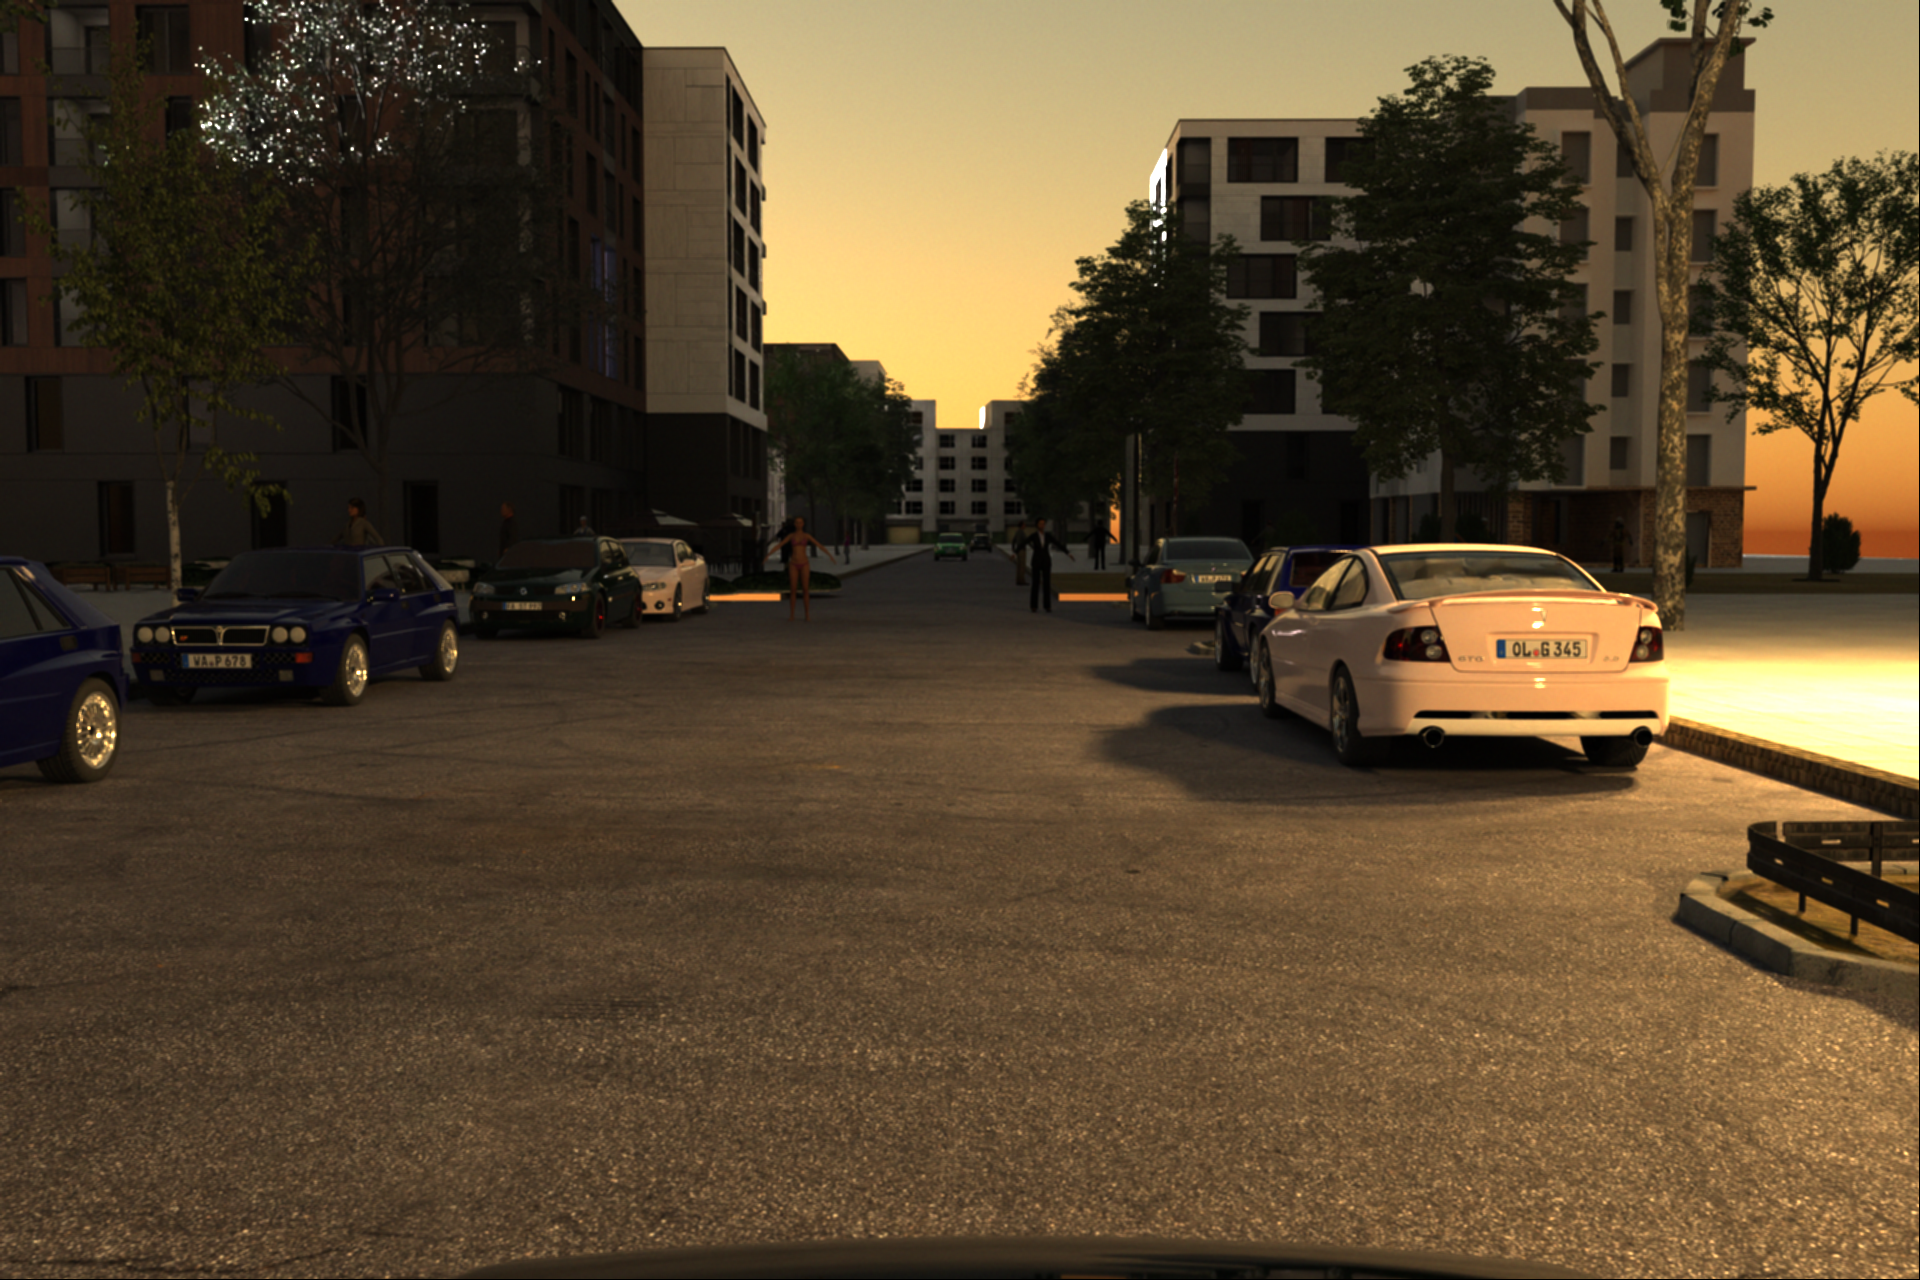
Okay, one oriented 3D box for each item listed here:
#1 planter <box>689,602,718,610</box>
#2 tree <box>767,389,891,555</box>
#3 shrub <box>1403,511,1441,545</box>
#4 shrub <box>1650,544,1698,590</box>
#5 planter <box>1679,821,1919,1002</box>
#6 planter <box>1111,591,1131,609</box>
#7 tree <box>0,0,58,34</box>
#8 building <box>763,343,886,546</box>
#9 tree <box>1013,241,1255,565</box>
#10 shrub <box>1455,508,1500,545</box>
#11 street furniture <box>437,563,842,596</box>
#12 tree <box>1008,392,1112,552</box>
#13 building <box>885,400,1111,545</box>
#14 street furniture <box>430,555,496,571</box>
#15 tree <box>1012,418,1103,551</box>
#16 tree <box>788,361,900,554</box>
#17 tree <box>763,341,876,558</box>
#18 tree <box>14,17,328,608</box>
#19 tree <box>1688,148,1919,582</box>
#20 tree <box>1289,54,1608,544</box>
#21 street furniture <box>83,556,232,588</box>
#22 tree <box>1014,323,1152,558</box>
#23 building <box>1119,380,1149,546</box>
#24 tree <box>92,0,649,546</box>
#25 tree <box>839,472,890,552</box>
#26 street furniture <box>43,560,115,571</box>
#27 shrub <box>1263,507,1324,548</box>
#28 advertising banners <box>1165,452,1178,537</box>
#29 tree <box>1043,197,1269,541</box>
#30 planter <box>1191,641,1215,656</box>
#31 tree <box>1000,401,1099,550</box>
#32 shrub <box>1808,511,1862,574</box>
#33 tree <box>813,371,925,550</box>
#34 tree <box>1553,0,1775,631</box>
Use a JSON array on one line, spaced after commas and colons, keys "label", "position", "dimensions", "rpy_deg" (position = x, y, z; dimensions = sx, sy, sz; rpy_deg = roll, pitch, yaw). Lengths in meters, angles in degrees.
[{"label": "planter", "position": [-5.768, -0.767, 33.679], "dimensions": [1.991, 0.319, 1.994], "rpy_deg": [0, 4, 1]}, {"label": "tree", "position": [-7.614, -10.377, 104.069], "dimensions": [7.601, 10.594, 8.767], "rpy_deg": [3, 5, 42]}, {"label": "shrub", "position": [14.558, -2.999, 53.449], "dimensions": [1.690, 2.028, 1.600], "rpy_deg": [0, 3, 0]}, {"label": "shrub", "position": [16.171, -1.720, 39.247], "dimensions": [1.383, 1.207, 1.383], "rpy_deg": [0, 3, 0]}, {"label": "planter", "position": [3.678, 0.922, 6.073], "dimensions": [1.991, 0.319, 1.994], "rpy_deg": [0, 4, 0]}, {"label": "planter", "position": [3.975, -0.782, 33.932], "dimensions": [1.991, 0.319, 1.994], "rpy_deg": [0, 4, 0]}, {"label": "tree", "position": [-11.755, -6.476, 12.540], "dimensions": [9.857, 13.997, 8.962], "rpy_deg": [0, 3, 0]}, {"label": "building", "position": [-23.552, -21.899, 202.017], "dimensions": [27.936, 21.610, 32.646], "rpy_deg": [0, 4, 1]}, {"label": "tree", "position": [6.956, -9.887, 72.018], "dimensions": [12.009, 13.543, 11.850], "rpy_deg": [0, 3, 0]}, {"label": "shrub", "position": [14.402, -2.720, 48.884], "dimensions": [1.690, 2.028, 1.600], "rpy_deg": [0, 3, 0]}, {"label": "street furniture", "position": [-7.880, -1.416, 38.775], "dimensions": [10.072, 0.657, 5.734], "rpy_deg": [1, 4, 9]}, {"label": "tree", "position": [7.349, -12.070, 123.107], "dimensions": [9.928, 11.665, 9.643], "rpy_deg": [0, 3, 0]}, {"label": "building", "position": [3.506, -22.398, 235.117], "dimensions": [31.486, 18.905, 16.747], "rpy_deg": [0, 4, -4]}, {"label": "street furniture", "position": [-13.041, -1.967, 47.792], "dimensions": [5.734, 0.657, 10.072], "rpy_deg": [0, 4, 3]}, {"label": "tree", "position": [7.644, -12.647, 132.529], "dimensions": [9.928, 11.665, 9.643], "rpy_deg": [0, 3, 0]}, {"label": "tree", "position": [-7.689, -12.007, 114.439], "dimensions": [7.486, 12.596, 7.792], "rpy_deg": [0, 3, 0]}, {"label": "tree", "position": [-8.168, -10.319, 94.475], "dimensions": [9.928, 11.665, 9.643], "rpy_deg": [0, 3, 0]}, {"label": "tree", "position": [-11.508, -4.582, 25.282], "dimensions": [4.737, 8.622, 4.395], "rpy_deg": [0, 3, 0]}, {"label": "tree", "position": [23.508, -7.407, 46.863], "dimensions": [9.928, 11.665, 9.643], "rpy_deg": [0, 3, 0]}, {"label": "tree", "position": [11.502, -7.584, 42.119], "dimensions": [7.486, 12.596, 7.792], "rpy_deg": [0, 3, 0]}, {"label": "street furniture", "position": [-19.228, -1.858, 45.997], "dimensions": [5.734, 0.657, 10.072], "rpy_deg": [0, 4, 0]}, {"label": "tree", "position": [6.610, -10.615, 91.688], "dimensions": [7.486, 12.596, 7.792], "rpy_deg": [0, 3, 0]}, {"label": "building", "position": [28.369, -20.605, 203.357], "dimensions": [16.747, 18.905, 31.486], "rpy_deg": [0, 4, 1]}, {"label": "tree", "position": [-12.022, -7.656, 35.543], "dimensions": [12.009, 13.543, 11.850], "rpy_deg": [0, 3, 0]}, {"label": "tree", "position": [-7.347, -10.599, 123.653], "dimensions": [4.737, 8.622, 4.395], "rpy_deg": [0, 3, 0]}, {"label": "street furniture", "position": [-28.226, -2.044, 49.042], "dimensions": [5.734, 0.657, 10.072], "rpy_deg": [3, 4, 37]}, {"label": "shrub", "position": [9.765, -2.856, 50.742], "dimensions": [1.661, 2.075, 1.752], "rpy_deg": [0, 3, 0]}, {"label": "advertising banners", "position": [4.655, -2.567, 38.163], "dimensions": [0.090, 3.025, 2.074], "rpy_deg": [0, 4, 1]}, {"label": "tree", "position": [6.752, -8.645, 59.469], "dimensions": [7.486, 12.596, 7.792], "rpy_deg": [0, 3, 0]}, {"label": "planter", "position": [3.831, 0.010, 20.969], "dimensions": [1.991, 0.319, 1.994], "rpy_deg": [0, 4, 1]}, {"label": "tree", "position": [7.850, -14.509, 143.883], "dimensions": [9.857, 13.997, 8.962], "rpy_deg": [0, 3, 0]}, {"label": "shrub", "position": [28.375, -3.164, 56.153], "dimensions": [1.690, 2.028, 1.600], "rpy_deg": [0, 3, 0]}, {"label": "tree", "position": [-7.593, -14.065, 136.618], "dimensions": [9.857, 13.997, 8.962], "rpy_deg": [0, 3, 0]}, {"label": "tree", "position": [8.709, -10.268, 23.774], "dimensions": [12.611, 20.169, 13.585], "rpy_deg": [0, 3, 0]}]
